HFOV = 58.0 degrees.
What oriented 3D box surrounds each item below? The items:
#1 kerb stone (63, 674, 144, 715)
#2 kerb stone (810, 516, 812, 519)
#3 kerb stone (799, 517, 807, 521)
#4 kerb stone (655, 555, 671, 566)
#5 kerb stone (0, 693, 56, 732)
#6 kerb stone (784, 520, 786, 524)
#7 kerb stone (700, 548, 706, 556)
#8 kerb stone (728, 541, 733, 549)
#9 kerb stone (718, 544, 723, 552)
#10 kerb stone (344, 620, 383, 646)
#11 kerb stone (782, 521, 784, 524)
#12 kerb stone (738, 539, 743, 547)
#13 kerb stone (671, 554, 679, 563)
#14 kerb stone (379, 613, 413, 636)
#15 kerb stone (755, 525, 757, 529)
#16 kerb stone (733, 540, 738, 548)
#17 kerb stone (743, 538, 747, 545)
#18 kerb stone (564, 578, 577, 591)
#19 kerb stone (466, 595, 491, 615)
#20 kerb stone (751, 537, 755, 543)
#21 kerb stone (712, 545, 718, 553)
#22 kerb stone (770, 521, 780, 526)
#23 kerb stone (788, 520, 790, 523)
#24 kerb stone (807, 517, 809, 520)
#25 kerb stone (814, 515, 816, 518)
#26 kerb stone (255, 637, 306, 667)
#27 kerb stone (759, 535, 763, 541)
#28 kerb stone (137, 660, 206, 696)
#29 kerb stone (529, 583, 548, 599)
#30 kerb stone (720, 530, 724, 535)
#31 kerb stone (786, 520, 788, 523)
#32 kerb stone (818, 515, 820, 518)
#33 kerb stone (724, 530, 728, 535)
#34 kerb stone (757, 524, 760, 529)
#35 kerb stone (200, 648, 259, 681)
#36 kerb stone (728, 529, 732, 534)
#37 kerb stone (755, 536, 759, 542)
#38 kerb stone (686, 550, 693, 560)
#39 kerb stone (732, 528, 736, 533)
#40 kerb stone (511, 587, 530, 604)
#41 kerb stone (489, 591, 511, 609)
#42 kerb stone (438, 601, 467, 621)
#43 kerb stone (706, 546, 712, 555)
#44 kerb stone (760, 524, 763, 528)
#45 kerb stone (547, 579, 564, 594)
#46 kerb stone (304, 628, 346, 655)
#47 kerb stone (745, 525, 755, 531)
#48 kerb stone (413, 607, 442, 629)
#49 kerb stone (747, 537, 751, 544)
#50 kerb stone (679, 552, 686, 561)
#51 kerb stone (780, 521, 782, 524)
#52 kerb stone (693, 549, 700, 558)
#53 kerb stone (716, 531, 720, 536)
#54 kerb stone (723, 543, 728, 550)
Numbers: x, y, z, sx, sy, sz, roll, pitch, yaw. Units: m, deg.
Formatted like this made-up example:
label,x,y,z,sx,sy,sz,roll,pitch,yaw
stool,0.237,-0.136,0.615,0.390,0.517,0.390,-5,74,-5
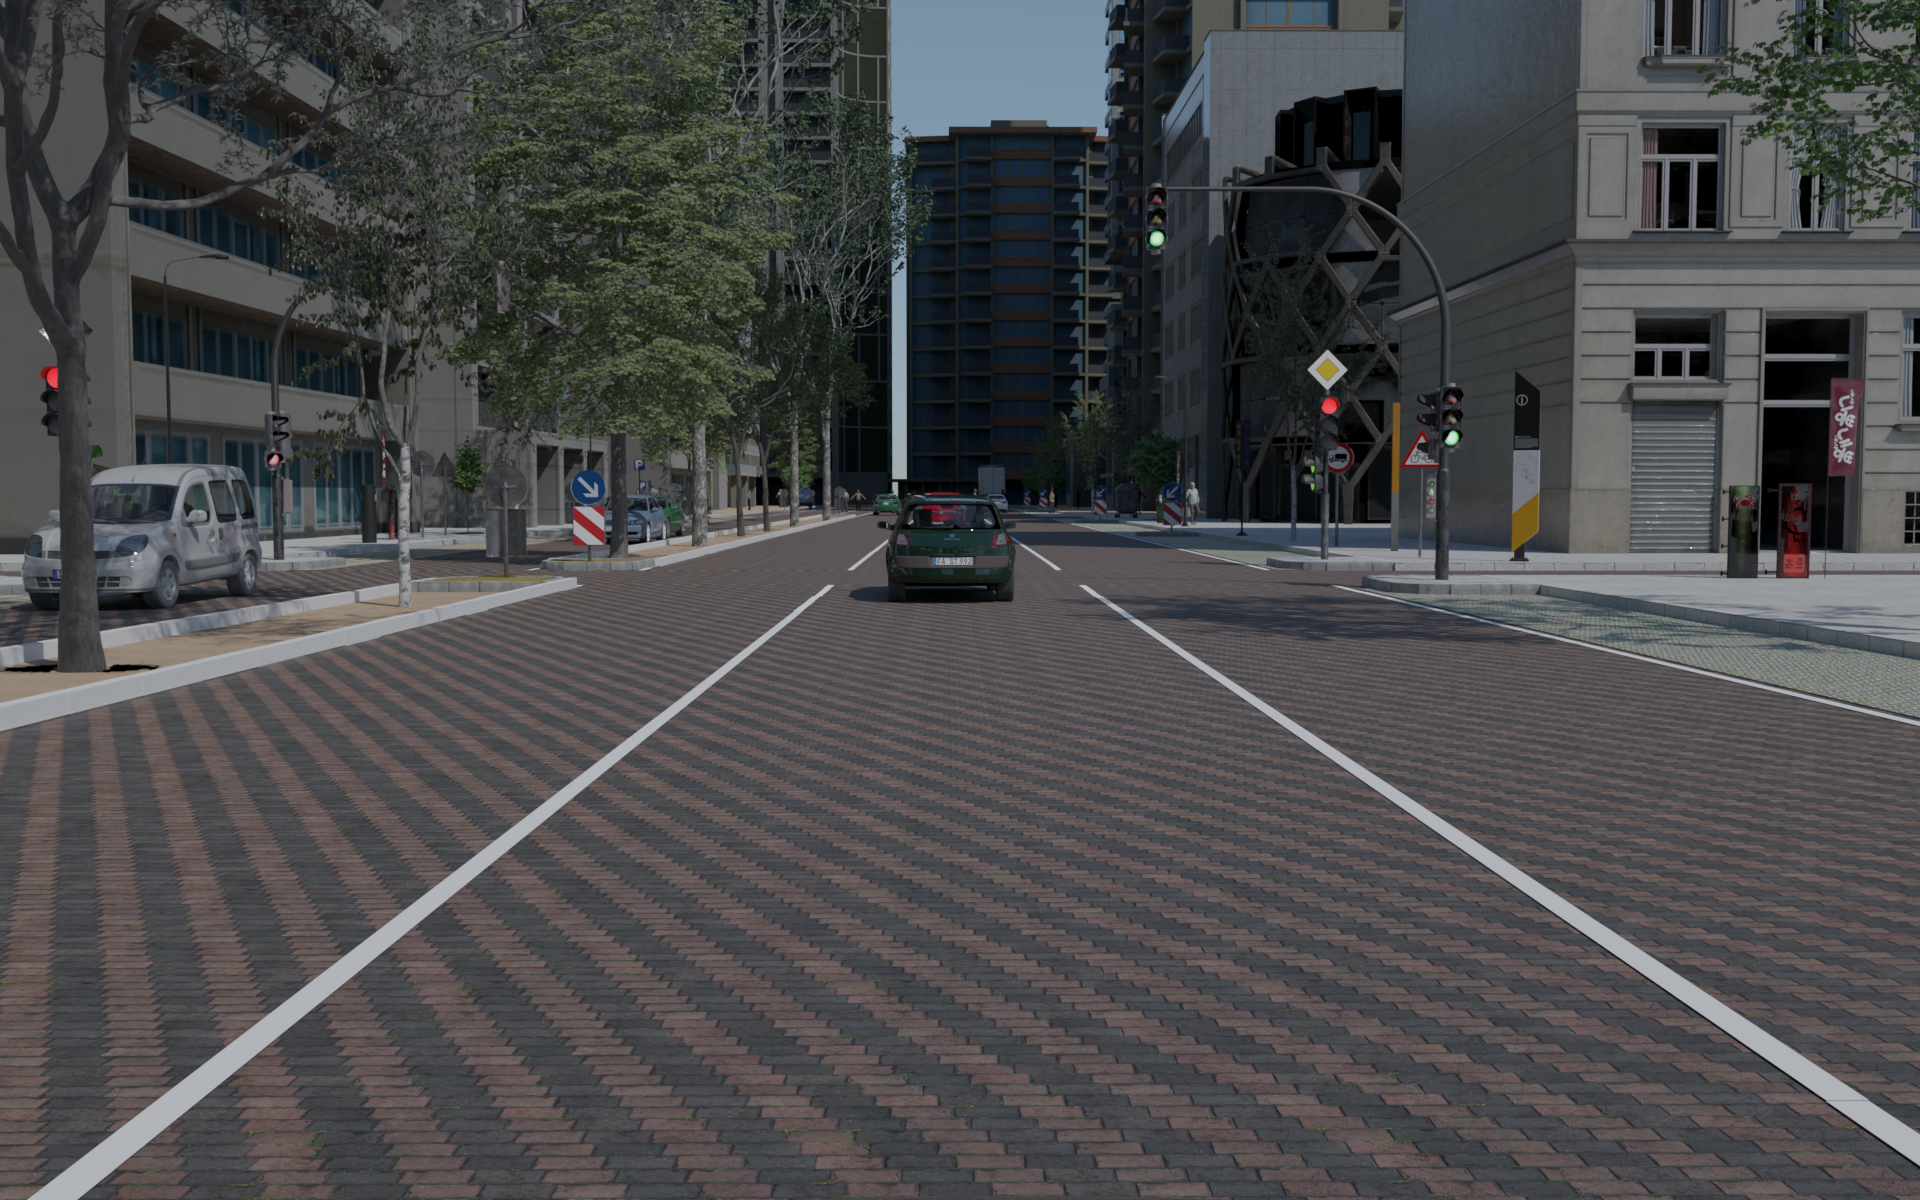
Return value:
label,x,y,z,sx,sy,sz,roll,pitch,yaw
kerb stone,-5.832,0.642,11.713,0.120,0.150,1.000,0,4,0
kerb stone,-8.586,-4.597,97.355,0.120,0.150,1.000,0,4,0
kerb stone,-8.560,-4.404,94.281,0.120,0.150,1.000,0,4,0
kerb stone,-6.001,-0.774,34.850,0.120,0.150,1.000,0,4,0
kerb stone,-5.830,0.704,10.691,0.120,0.150,1.000,0,4,0
kerb stone,-8.469,-3.656,81.963,0.120,0.150,1.000,0,4,0
kerb stone,-6.041,-1.087,39.967,0.120,0.150,1.000,0,4,0
kerb stone,-6.091,-1.401,45.104,0.120,0.150,1.000,0,4,0
kerb stone,-6.075,-1.275,43.047,0.120,0.150,1.000,0,4,0
kerb stone,-5.861,0.328,16.839,0.120,0.150,1.000,0,4,0
kerb stone,-8.459,-3.593,80.941,0.120,0.150,1.000,0,4,0
kerb stone,-6.100,-1.527,47.162,0.120,0.150,1.000,0,4,0
kerb stone,-6.016,-0.837,35.876,0.120,0.150,1.000,0,4,0
kerb stone,-5.882,0.265,17.861,0.120,0.150,1.000,0,4,0
kerb stone,-8.375,-2.901,69.676,0.120,0.150,1.000,0,4,0
kerb stone,-6.092,-1.457,46.139,0.120,0.150,1.000,0,4,0
kerb stone,-6.108,-1.590,48.193,0.120,0.150,1.000,0,4,0
kerb stone,-5.934,-0.236,26.072,0.120,0.150,1.000,0,4,0
kerb stone,-5.897,0.077,20.934,0.120,0.150,1.000,0,4,0
kerb stone,-6.123,-1.716,50.244,0.120,0.150,1.000,0,4,0
kerb stone,-6.053,-1.211,42.012,0.120,0.150,1.000,0,4,0
kerb stone,-8.445,-3.464,78.897,0.120,0.150,1.000,0,4,0
kerb stone,-8.487,-3.780,84.010,0.120,0.150,1.000,0,4,0
kerb stone,-8.566,-4.471,95.303,0.120,0.150,1.000,0,4,0
kerb stone,-8.605,-4.781,100.436,0.120,0.150,1.000,0,4,0
kerb stone,-5.851,0.457,14.787,0.120,0.150,1.000,0,4,0
kerb stone,-6.139,-1.841,52.296,0.120,0.150,1.000,0,4,0
kerb stone,-5.839,0.582,12.743,0.120,0.150,1.000,0,4,0
kerb stone,-5.923,-0.111,24.004,0.120,0.150,1.000,0,4,0
kerb stone,-8.295,-2.277,59.430,0.120,0.150,1.000,0,4,0
kerb stone,-8.474,-3.718,82.988,0.120,0.150,1.000,0,4,0
kerb stone,-8.634,-4.972,103.504,0.120,0.150,1.000,0,4,0
kerb stone,-8.310,-2.340,60.452,0.120,0.150,1.000,0,4,0
kerb stone,-8.378,-2.967,70.699,0.120,0.150,1.000,0,4,0
kerb stone,-5.853,0.519,13.765,0.120,0.150,1.000,0,4,0
kerb stone,-8.308,-2.402,61.475,0.120,0.150,1.000,0,4,0
kerb stone,-6.136,-1.778,51.270,0.120,0.150,1.000,0,4,0
kerb stone,-6.030,-0.954,37.922,0.120,0.150,1.000,0,4,0
kerb stone,-8.306,-2.465,62.497,0.120,0.150,1.000,0,4,0
kerb stone,-5.921,-0.046,22.978,0.120,0.150,1.000,0,4,0
kerb stone,-5.918,0.015,21.956,0.120,0.150,1.000,0,4,0
kerb stone,-5.895,0.140,19.911,0.120,0.150,1.000,0,4,0
kerb stone,-6.060,-1.149,40.989,0.120,0.150,1.000,0,4,0
kerb stone,-8.389,-3.022,71.722,0.120,0.150,1.000,0,4,0
kerb stone,-5.935,-0.174,25.037,0.120,0.150,1.000,0,4,0
kerb stone,-5.863,0.394,15.814,0.120,0.150,1.000,0,4,0
kerb stone,-8.362,-2.841,68.653,0.120,0.150,1.000,0,4,0
kerb stone,-5.886,0.208,18.886,0.120,0.150,1.000,0,4,0
kerb stone,-6.116,-1.653,49.222,0.120,0.150,1.000,0,4,0
kerb stone,-6.023,-0.895,36.899,0.120,0.150,1.000,0,4,0
kerb stone,-8.456,-3.531,79.919,0.120,0.150,1.000,0,4,0
kerb stone,-6.034,-1.023,38.944,0.120,0.150,1.000,0,4,0
kerb stone,-8.295,-2.214,58.395,0.120,0.150,1.000,0,4,0
kerb stone,-6.089,-1.337,44.076,0.120,0.150,1.000,0,4,0
